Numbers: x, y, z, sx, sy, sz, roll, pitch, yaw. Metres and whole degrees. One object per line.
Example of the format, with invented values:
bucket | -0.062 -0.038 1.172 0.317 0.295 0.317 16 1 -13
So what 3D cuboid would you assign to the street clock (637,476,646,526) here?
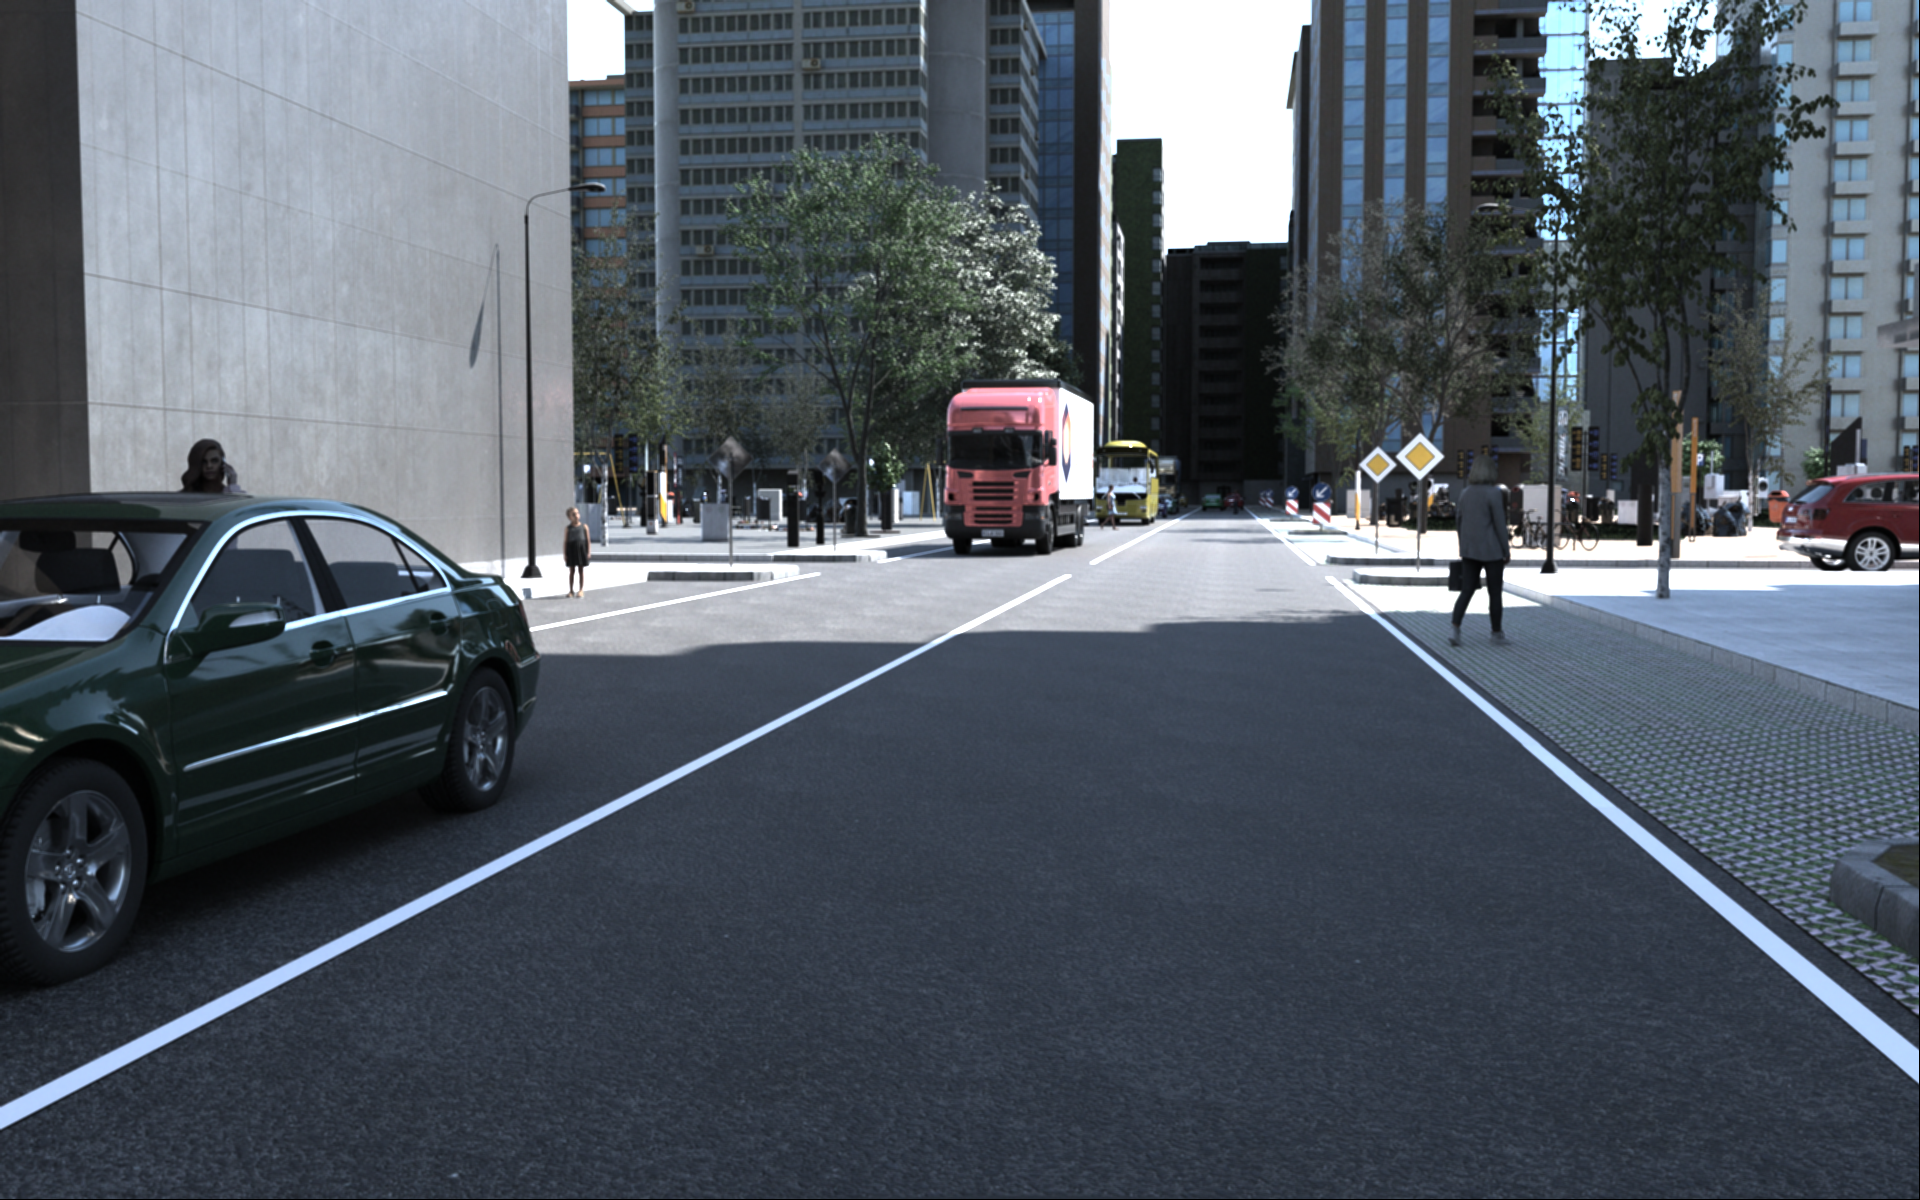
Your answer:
street clock | -12.576 -3.930 68.827 0.471 2.002 0.358 2 4 28

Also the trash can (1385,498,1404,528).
trash can | 16.712 -3.362 66.614 0.748 1.137 0.748 0 3 0

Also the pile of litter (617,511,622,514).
pile of litter | -22.422 -5.929 110.910 1.719 0.858 1.176 0 4 -6

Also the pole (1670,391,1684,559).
pole | 14.160 -2.471 34.243 0.158 3.312 0.155 0 3 0

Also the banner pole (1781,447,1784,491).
banner pole | 44.051 -6.292 92.883 0.401 3.779 0.863 1 4 23

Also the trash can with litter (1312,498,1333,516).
trash can with litter | 20.262 -5.226 96.831 1.055 1.170 0.624 0 4 -7

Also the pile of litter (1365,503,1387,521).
pile of litter | 20.213 -4.278 83.914 1.176 0.858 1.719 1 4 18

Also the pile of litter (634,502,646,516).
pile of litter | -19.216 -5.538 104.515 1.176 0.858 1.719 1 4 21

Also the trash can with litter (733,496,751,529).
trash can with litter | -7.590 -3.236 63.967 2.233 1.210 1.678 1 4 16

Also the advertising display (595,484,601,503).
advertising display | -22.314 -6.227 107.024 0.123 1.923 0.974 0 4 8

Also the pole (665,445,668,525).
pole | -12.267 -4.775 71.906 0.158 3.312 0.155 0 3 0

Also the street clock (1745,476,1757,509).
street clock | 32.330 -4.052 70.817 0.471 2.002 0.358 -2 4 -33

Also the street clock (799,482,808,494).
street clock | -8.899 -5.737 98.362 0.471 2.002 0.358 2 4 27

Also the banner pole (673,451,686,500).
banner pole | -16.218 -6.795 101.120 0.401 3.779 0.863 3 5 39

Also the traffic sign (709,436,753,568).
traffic sign | -3.957 -1.605 29.891 0.795 2.450 0.064 1 4 9

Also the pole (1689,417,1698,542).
pole | 19.555 -3.201 46.171 0.158 3.312 0.155 0 3 0

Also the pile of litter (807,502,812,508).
pile of litter | -9.151 -5.376 101.859 1.176 0.858 1.719 3 4 38

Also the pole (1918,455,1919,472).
pole | 49.789 -5.878 89.942 0.158 3.312 0.155 0 3 0

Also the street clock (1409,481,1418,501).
street clock | 25.756 -5.742 98.449 0.471 2.002 0.358 -1 4 -17

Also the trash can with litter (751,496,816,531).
trash can with litter | -5.975 -3.023 60.481 2.233 1.210 1.678 0 4 2

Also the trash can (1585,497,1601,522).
trash can | 29.345 -4.202 80.363 0.748 1.137 0.748 0 3 0

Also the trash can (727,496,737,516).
trash can | -13.607 -5.562 102.599 0.748 1.137 0.748 0 3 0

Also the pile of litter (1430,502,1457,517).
pile of litter | 25.893 -4.717 91.083 1.719 0.858 1.176 3 5 44

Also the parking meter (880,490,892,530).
parking meter | -2.632 -3.429 61.780 0.399 1.863 0.255 0 4 7

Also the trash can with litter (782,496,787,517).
trash can with litter | -9.619 -5.279 97.698 1.055 1.170 0.624 1 4 11

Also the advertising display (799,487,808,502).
advertising display | -10.448 -6.655 114.030 0.974 1.923 0.123 -2 4 -28

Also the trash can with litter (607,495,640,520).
trash can with litter | -17.237 -4.653 87.128 2.233 1.210 1.678 1 4 14

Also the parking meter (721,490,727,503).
parking meter | -13.386 -5.476 97.951 0.372 1.533 0.369 0 3 0

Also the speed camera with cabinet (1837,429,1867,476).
speed camera with cabinet | 27.918 -3.607 53.305 2.038 3.252 0.660 -2 4 -24

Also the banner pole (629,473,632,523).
banner pole | -14.415 -5.248 75.819 0.401 3.779 0.863 0 4 -4

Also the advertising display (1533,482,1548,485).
advertising display | 30.874 -5.293 91.752 0.974 1.923 0.123 0 4 7

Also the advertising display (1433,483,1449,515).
advertising display | 28.408 -5.942 102.365 0.974 1.923 0.123 0 4 -7

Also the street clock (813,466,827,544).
street clock | -3.567 -2.425 44.212 0.358 2.002 0.471 0 4 5

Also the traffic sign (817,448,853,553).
traffic sign | -2.735 -2.088 37.783 0.795 2.450 0.064 1 4 9

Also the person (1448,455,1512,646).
person | 4.850 -0.468 16.334 0.728 1.800 0.709 -2 4 -31

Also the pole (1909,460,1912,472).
pole | 56.831 -6.719 103.693 0.158 3.312 0.155 0 3 0

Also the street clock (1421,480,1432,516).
street clock | 22.918 -4.928 85.147 0.471 2.002 0.358 0 4 2

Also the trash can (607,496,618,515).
trash can | -21.517 -5.835 107.049 0.748 1.137 0.748 0 3 0

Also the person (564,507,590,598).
person | -5.309 -0.663 24.010 0.362 1.253 0.373 0 4 -5

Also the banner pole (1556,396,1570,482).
banner pole | 14.989 -3.266 43.410 0.401 3.779 0.863 -1 4 -16

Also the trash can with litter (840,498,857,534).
trash can with litter | -3.542 -2.667 54.988 0.624 1.170 1.055 -2 4 -25

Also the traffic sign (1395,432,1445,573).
traffic sign | 7.449 -1.497 28.111 0.795 2.450 0.064 1 4 9

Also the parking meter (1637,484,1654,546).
parking meter | 16.926 -2.101 42.769 0.372 1.533 0.369 0 3 0

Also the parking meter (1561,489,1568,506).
parking meter | 27.566 -4.321 79.063 0.372 1.533 0.369 0 3 0

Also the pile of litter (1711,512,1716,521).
pile of litter | 37.089 -4.277 83.901 1.176 0.858 1.719 -3 5 -42

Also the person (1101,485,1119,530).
person | 5.986 -3.713 69.309 0.778 1.811 0.616 1 4 23

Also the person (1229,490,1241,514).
person | 19.674 -7.016 123.927 0.721 1.743 1.217 -2 4 -32

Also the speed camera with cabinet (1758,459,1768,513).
speed camera with cabinet | 44.979 -6.384 98.713 2.038 3.252 0.660 -1 4 -10

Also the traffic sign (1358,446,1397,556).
traffic sign | 8.671 -1.979 36.003 0.795 2.450 0.064 1 4 9

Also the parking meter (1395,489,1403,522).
parking meter | 20.522 -4.437 80.962 0.372 1.533 0.369 0 3 0

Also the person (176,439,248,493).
person | -4.448 -0.066 10.162 0.593 1.750 0.643 -1 4 -14

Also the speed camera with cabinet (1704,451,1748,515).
speed camera with cabinet | 34.700 -5.142 78.403 0.660 3.252 2.038 -2 4 -25

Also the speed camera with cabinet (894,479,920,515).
speed camera with cabinet | -3.306 -6.798 105.480 0.660 3.252 2.038 -3 5 -41

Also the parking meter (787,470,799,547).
parking meter | -4.048 -2.221 42.027 0.255 1.863 0.399 0 4 0
